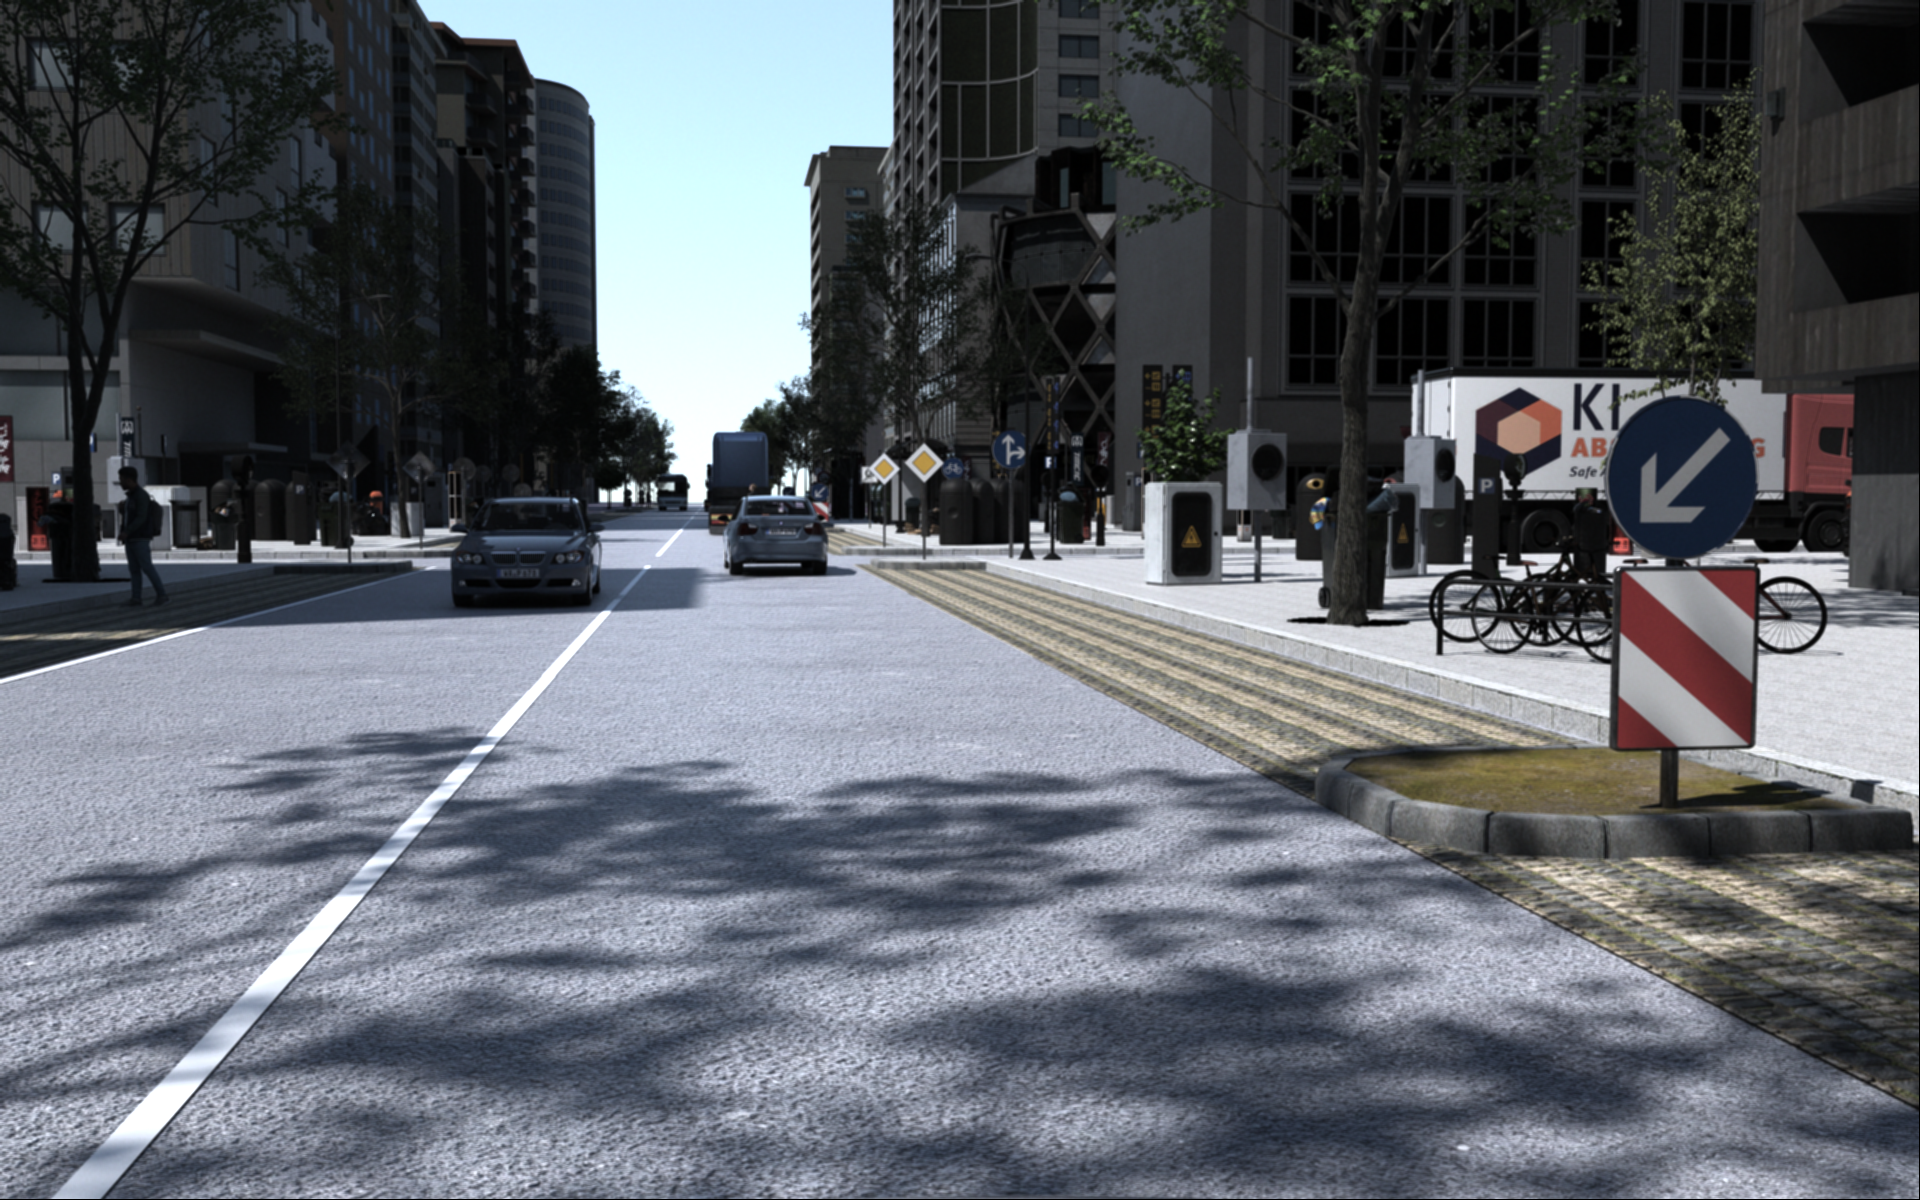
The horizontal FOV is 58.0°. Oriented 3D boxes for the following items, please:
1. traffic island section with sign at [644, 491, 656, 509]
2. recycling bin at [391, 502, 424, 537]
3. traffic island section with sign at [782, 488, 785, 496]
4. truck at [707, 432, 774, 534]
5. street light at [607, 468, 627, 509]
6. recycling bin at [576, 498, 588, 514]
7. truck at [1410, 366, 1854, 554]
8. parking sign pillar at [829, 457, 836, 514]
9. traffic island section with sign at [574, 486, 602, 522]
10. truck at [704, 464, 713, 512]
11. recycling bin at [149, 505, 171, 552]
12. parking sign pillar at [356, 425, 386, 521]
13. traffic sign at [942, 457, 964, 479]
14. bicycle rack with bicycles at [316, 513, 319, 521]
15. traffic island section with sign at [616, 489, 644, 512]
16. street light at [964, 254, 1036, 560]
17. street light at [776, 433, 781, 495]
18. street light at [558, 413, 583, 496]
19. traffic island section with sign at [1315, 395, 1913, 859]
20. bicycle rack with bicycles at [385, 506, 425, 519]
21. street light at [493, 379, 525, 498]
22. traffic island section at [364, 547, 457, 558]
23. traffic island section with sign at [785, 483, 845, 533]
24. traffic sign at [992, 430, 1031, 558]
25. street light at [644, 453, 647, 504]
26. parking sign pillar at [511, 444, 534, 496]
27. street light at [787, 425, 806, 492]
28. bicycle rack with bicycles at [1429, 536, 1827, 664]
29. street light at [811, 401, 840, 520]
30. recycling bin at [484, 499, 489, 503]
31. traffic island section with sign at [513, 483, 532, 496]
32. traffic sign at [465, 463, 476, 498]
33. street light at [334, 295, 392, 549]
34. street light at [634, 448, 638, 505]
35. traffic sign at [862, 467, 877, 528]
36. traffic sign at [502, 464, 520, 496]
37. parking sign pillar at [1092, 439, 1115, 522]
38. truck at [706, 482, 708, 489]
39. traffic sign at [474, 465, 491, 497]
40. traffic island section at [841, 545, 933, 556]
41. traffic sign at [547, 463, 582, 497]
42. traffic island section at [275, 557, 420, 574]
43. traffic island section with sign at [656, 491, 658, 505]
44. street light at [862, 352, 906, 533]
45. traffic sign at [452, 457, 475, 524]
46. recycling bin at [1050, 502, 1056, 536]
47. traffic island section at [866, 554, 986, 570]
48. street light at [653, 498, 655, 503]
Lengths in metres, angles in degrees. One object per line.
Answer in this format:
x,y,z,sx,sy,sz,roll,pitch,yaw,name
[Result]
-30.435,-9.625,165.988,1.989,1.847,2.006,0,4,-8,traffic island section with sign
-16.655,-2.425,52.208,0.722,1.027,0.722,1,4,13,recycling bin
-9.123,-5.036,90.962,1.989,1.847,2.006,0,4,-8,traffic island section with sign
-8.742,-4.867,69.335,2.967,4.110,18.799,0,4,-8,truck
-28.976,-10.570,145.356,1.470,5.913,1.316,0,4,-8,street light
-24.546,-6.093,112.176,0.722,1.027,0.722,1,4,10,recycling bin
16.179,-3.113,39.817,11.283,4.237,2.839,0,4,-6,truck
-7.866,-7.485,110.845,1.447,3.967,1.447,0,4,-5,parking sign pillar
-19.515,-4.932,89.263,1.989,1.847,2.006,0,4,-8,traffic island section with sign
-20.587,-9.738,148.970,2.967,4.110,18.799,0,4,-7,truck
-18.116,-1.610,38.884,0.722,1.027,0.722,-2,4,-24,recycling bin
-23.057,-4.847,67.719,1.447,3.967,1.447,3,4,36,parking sign pillar
-0.240,-3.668,60.078,0.768,2.556,0.104,0,4,1,traffic sign
-24.001,-2.934,61.358,2.852,0.926,2.925,0,4,8,bicycle rack with bicycles
-26.581,-7.970,138.929,1.989,1.847,2.006,0,4,-8,traffic island section with sign
0.776,-3.742,33.720,1.470,5.913,1.316,0,4,-8,street light
-13.344,-9.799,132.756,1.470,5.913,1.316,0,4,-8,street light
-22.445,-7.756,99.353,1.470,5.913,1.316,0,4,-8,street light
2.695,0.055,7.728,1.989,1.847,2.006,0,4,-8,traffic island section with sign
-27.923,-4.538,87.584,2.925,0.926,2.852,-1,4,-12,bicycle rack with bicycles
-18.235,-5.956,69.914,1.470,5.913,1.316,0,4,-8,street light
-12.536,-1.098,40.234,2.009,0.180,2.903,0,4,-8,traffic island section
-5.346,-3.403,64.271,1.989,1.847,2.006,0,4,-8,traffic island section with sign
1.025,-2.112,34.644,0.768,2.556,0.104,0,4,-3,traffic sign
-36.428,-13.784,197.907,1.470,5.913,1.316,0,4,-8,street light
-22.653,-6.177,89.471,1.447,3.967,1.447,2,4,31,parking sign pillar
-10.880,-8.768,115.901,1.470,5.913,1.316,0,4,-8,street light
5.050,-0.036,13.972,2.852,0.926,2.925,-3,5,-43,bicycle rack with bicycles
-6.714,-6.967,86.455,1.470,5.913,1.316,0,4,-8,street light
-23.482,-4.545,86.859,0.722,1.027,0.722,-3,5,-40,recycling bin
-15.677,-3.278,62.216,1.989,1.847,2.006,0,4,-8,traffic island section with sign
-18.111,-3.872,63.421,0.768,2.556,0.104,0,4,2,traffic sign
-13.945,-4.156,40.486,1.470,5.913,1.316,0,4,-8,street light
-33.200,-12.392,175.155,1.470,5.913,1.316,0,4,-8,street light
-3.370,-3.831,64.772,0.606,2.300,0.079,0,4,-1,traffic sign
-19.016,-4.480,73.353,0.768,2.556,0.104,0,4,-4,traffic sign
6.870,-5.648,80.812,1.447,3.967,1.447,3,5,43,parking sign pillar
-29.840,-13.463,216.047,3.469,3.379,9.791,-1,4,-9,truck
-20.895,-4.630,75.802,0.768,2.556,0.104,0,4,-6,traffic sign
-1.802,-1.191,41.750,2.009,0.180,2.903,0,4,-8,traffic island section
-25.891,-7.305,113.316,2.265,3.308,0.079,0,4,-3,traffic sign
-11.412,-0.615,32.328,2.009,0.180,2.903,0,4,-8,traffic island section
-37.973,-12.870,219.056,1.989,1.847,2.006,0,4,-8,traffic island section with sign
-2.497,-5.147,56.700,1.470,5.913,1.316,0,4,-8,street light
-17.281,-3.681,60.298,0.768,2.556,0.104,0,4,-3,traffic sign
3.207,-2.459,52.753,0.722,1.027,0.722,-2,4,-30,recycling bin
-0.678,-0.707,33.844,2.009,0.180,2.903,0,4,-8,traffic island section
-40.641,-15.584,227.346,1.470,5.913,1.316,0,4,-8,street light
